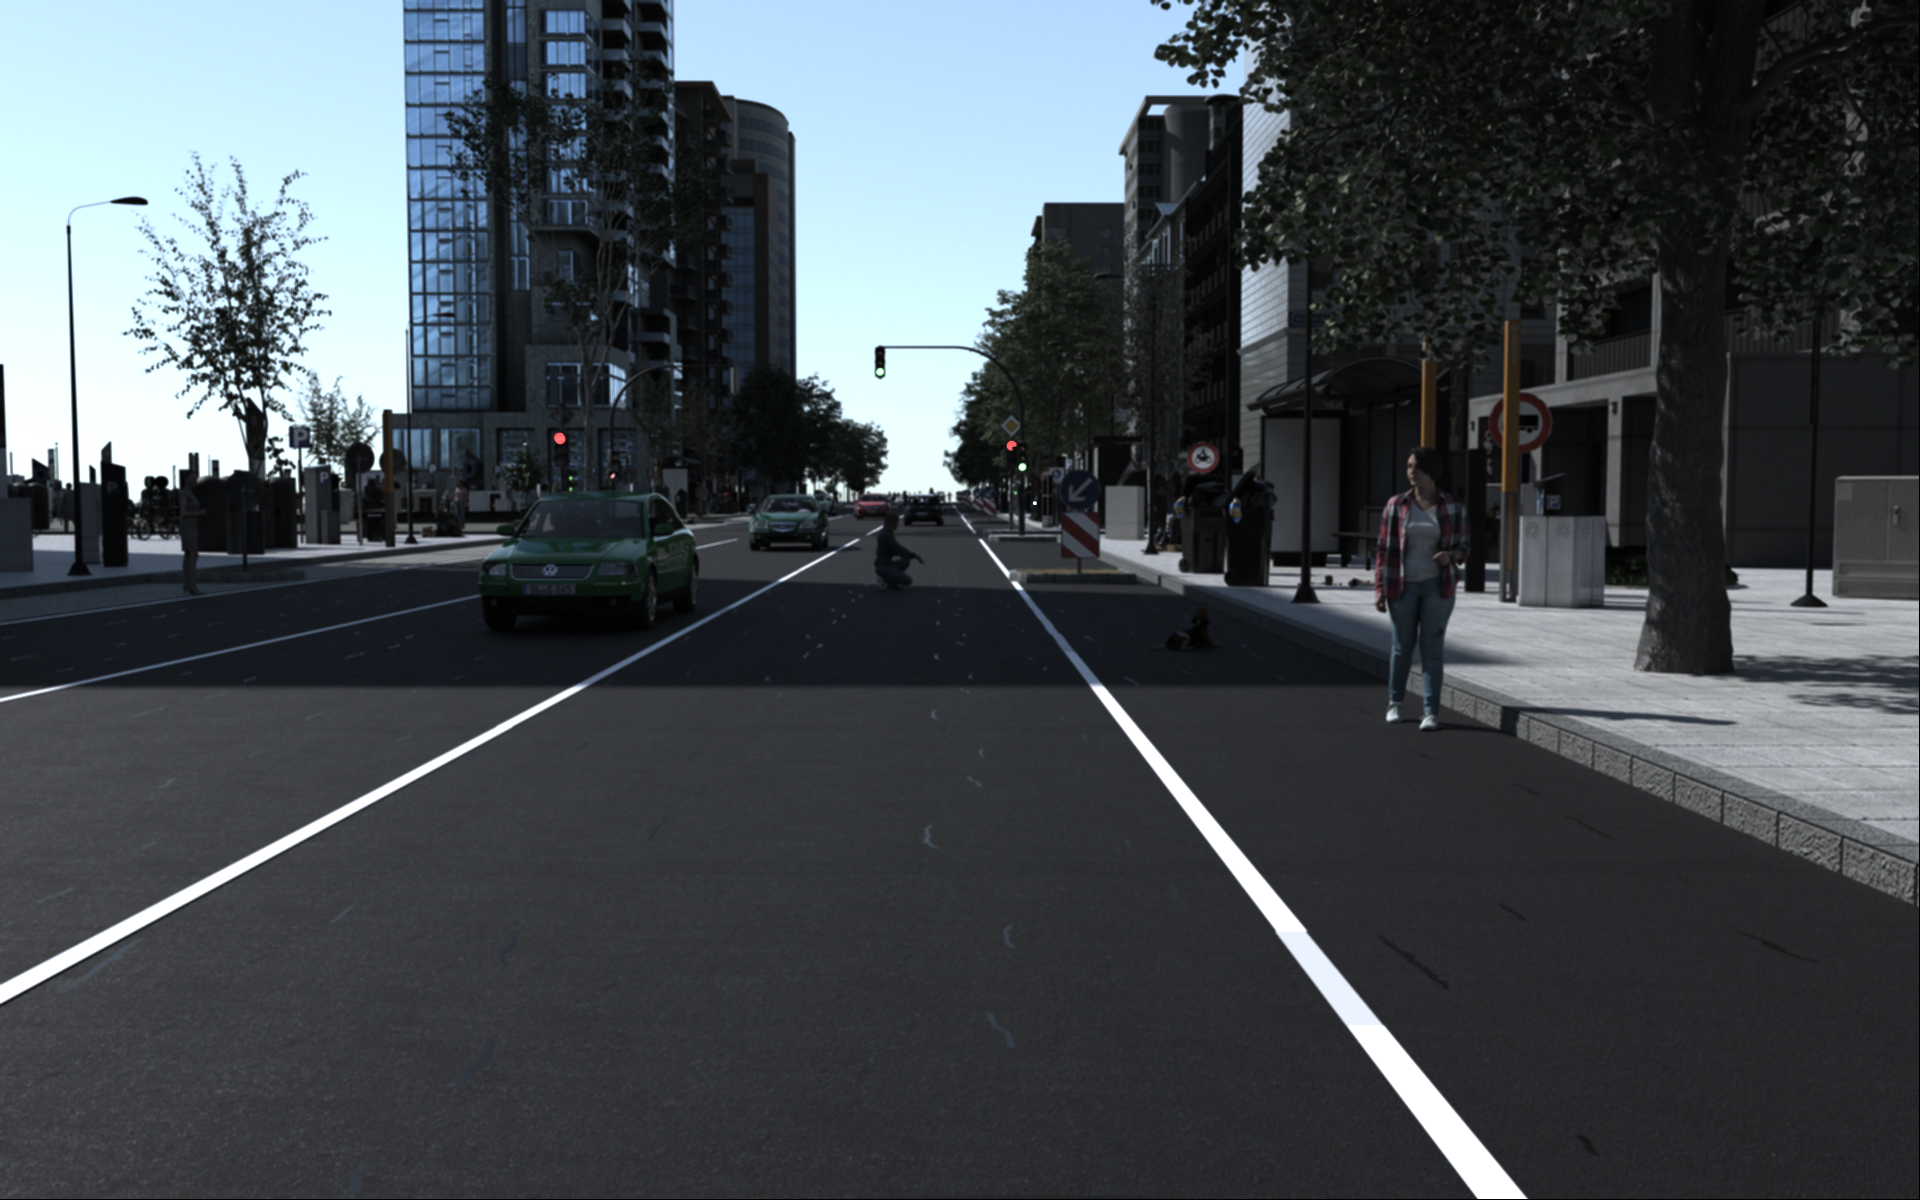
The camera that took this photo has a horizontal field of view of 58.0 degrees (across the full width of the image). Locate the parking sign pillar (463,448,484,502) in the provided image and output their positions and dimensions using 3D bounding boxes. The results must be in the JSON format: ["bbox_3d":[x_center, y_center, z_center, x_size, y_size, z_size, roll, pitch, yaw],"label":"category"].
[{"bbox_3d":[-28.295,-6.863,100.680,1.447,3.967,1.447,2,4,33],"label":"parking sign pillar"}]

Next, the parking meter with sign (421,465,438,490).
[{"bbox_3d":[-31.190,-6.422,101.261,0.543,3.016,1.738,1,4,11],"label":"parking meter with sign"}]

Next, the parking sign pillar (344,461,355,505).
[{"bbox_3d":[-44.857,-8.547,128.216,1.447,3.967,1.447,2,4,35],"label":"parking sign pillar"}]

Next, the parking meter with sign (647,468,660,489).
[{"bbox_3d":[-19.932,-7.299,115.605,1.738,3.016,0.543,1,4,16],"label":"parking meter with sign"}]

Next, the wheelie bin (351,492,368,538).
[{"bbox_3d":[-17.291,-2.606,50.521,0.980,1.594,0.693,-3,5,-43],"label":"wheelie bin"}]

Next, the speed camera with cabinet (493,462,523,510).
[{"bbox_3d":[-25.682,-6.329,97.820,2.038,3.252,0.660,-1,4,-12],"label":"speed camera with cabinet"}]

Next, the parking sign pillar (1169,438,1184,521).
[{"bbox_3d":[10.811,-5.812,83.491,1.447,3.967,1.447,1,4,11],"label":"parking sign pillar"}]

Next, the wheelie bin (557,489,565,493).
[{"bbox_3d":[-25.265,-6.221,109.615,0.980,1.594,0.693,1,4,17],"label":"wheelie bin"}]

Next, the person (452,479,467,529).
[{"bbox_3d":[-18.216,-3.485,63.027,0.555,1.821,0.388,0,4,3],"label":"person"}]

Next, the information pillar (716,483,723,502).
[{"bbox_3d":[-15.571,-6.589,112.224,0.304,2.012,0.304,3,4,38],"label":"information pillar"}]

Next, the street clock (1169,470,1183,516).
[{"bbox_3d":[6.542,-2.904,52.046,0.471,2.002,0.358,-1,4,-21],"label":"street clock"}]

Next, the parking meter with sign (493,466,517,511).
[{"bbox_3d":[-27.767,-6.703,105.857,1.738,3.016,0.543,3,5,39],"label":"parking meter with sign"}]

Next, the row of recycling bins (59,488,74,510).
[{"bbox_3d":[-68.116,-7.578,131.011,3.534,1.692,1.069,0,4,-5],"label":"row of recycling bins"}]

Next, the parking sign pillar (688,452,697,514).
[{"bbox_3d":[-17.266,-7.538,111.719,1.447,3.967,1.447,0,4,-4],"label":"parking sign pillar"}]

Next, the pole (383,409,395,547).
[{"bbox_3d":[-13.763,-2.930,41.754,0.158,3.312,0.155,0,3,0],"label":"pole"}]

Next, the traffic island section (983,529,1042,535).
[{"bbox_3d":[1.841,-2.393,61.401,2.009,0.180,2.903,0,4,-1],"label":"traffic island section"}]

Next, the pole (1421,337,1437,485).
[{"bbox_3d":[6.112,-1.761,22.629,0.158,3.312,0.155,0,3,0],"label":"pole"}]

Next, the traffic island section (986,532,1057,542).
[{"bbox_3d":[1.914,-1.904,53.417,2.009,0.180,2.903,0,4,-1],"label":"traffic island section"}]

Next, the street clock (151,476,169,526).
[{"bbox_3d":[-31.949,-3.962,69.347,0.471,2.002,0.358,0,4,1],"label":"street clock"}]

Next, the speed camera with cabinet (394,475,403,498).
[{"bbox_3d":[-33.836,-6.570,101.752,2.038,3.252,0.660,-1,4,-10],"label":"speed camera with cabinet"}]

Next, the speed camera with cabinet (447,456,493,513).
[{"bbox_3d":[-25.302,-5.801,89.176,2.038,3.252,0.660,0,4,-5],"label":"speed camera with cabinet"}]

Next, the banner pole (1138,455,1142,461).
[{"bbox_3d":[11.514,-7.406,111.105,0.401,3.779,0.863,2,4,26],"label":"banner pole"}]

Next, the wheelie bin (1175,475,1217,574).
[{"bbox_3d":[4.001,-1.239,28.161,0.980,1.594,0.693,-1,4,-17],"label":"wheelie bin"}]

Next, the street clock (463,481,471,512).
[{"bbox_3d":[-26.785,-5.470,94.008,0.471,2.002,0.358,-2,4,-29],"label":"street clock"}]

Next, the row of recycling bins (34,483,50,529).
[{"bbox_3d":[-34.006,-3.373,62.254,1.069,1.692,3.534,0,4,1],"label":"row of recycling bins"}]

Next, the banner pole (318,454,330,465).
[{"bbox_3d":[-39.348,-7.181,107.433,0.863,3.779,0.401,-1,4,-19],"label":"banner pole"}]

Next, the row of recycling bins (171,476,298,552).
[{"bbox_3d":[-16.574,-2.014,40.038,1.069,1.692,3.534,1,4,10],"label":"row of recycling bins"}]

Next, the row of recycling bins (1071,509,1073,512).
[{"bbox_3d":[6.062,-5.024,89.254,1.069,1.692,3.534,0,4,-6],"label":"row of recycling bins"}]

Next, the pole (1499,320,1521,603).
[{"bbox_3d":[6.492,-1.626,20.432,0.158,3.312,0.155,0,3,0],"label":"pole"}]

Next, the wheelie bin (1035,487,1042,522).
[{"bbox_3d":[3.939,-4.420,80.175,0.980,1.594,0.693,1,4,14],"label":"wheelie bin"}]

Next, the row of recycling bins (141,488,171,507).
[{"bbox_3d":[-54.217,-6.757,117.595,3.534,1.692,1.069,2,4,26],"label":"row of recycling bins"}]

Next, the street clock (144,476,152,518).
[{"bbox_3d":[-32.609,-3.987,69.758,0.471,2.002,0.358,3,4,37],"label":"street clock"}]

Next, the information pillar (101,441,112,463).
[{"bbox_3d":[-37.652,-5.207,76.490,0.504,3.616,0.183,1,4,13],"label":"information pillar"}]

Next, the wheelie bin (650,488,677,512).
[{"bbox_3d":[-14.382,-4.635,83.693,0.980,1.594,0.693,0,4,5],"label":"wheelie bin"}]

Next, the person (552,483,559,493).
[{"bbox_3d":[-18.550,-4.482,79.507,0.728,1.800,0.709,0,4,8],"label":"person"}]

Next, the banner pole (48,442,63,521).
[{"bbox_3d":[-43.895,-5.745,83.948,0.863,3.779,0.401,2,4,24],"label":"banner pole"}]

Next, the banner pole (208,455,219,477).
[{"bbox_3d":[-47.972,-7.417,111.279,0.863,3.779,0.401,-3,5,-44],"label":"banner pole"}]

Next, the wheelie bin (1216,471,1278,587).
[{"bbox_3d":[4.056,-0.998,24.219,0.693,1.594,0.980,1,4,19],"label":"wheelie bin"}]

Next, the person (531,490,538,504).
[{"bbox_3d":[-22.041,-5.047,89.404,0.563,1.720,0.643,0,4,4],"label":"person"}]

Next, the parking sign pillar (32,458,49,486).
[{"bbox_3d":[-67.768,-8.527,127.888,1.447,3.967,1.447,-1,4,-20],"label":"parking sign pillar"}]

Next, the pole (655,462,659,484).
[{"bbox_3d":[-18.510,-6.852,105.866,0.158,3.312,0.155,0,3,0],"label":"pole"}]

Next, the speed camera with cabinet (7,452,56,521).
[{"bbox_3d":[-43.568,-5.299,80.971,2.038,3.252,0.660,1,4,9],"label":"speed camera with cabinet"}]

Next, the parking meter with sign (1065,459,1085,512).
[{"bbox_3d":[5.963,-5.465,85.617,1.738,3.016,0.543,-3,5,-45],"label":"parking meter with sign"}]

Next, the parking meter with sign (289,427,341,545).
[{"bbox_3d":[-16.537,-2.953,44.546,1.738,3.016,0.543,3,5,41],"label":"parking meter with sign"}]

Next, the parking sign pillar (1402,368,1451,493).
[{"bbox_3d":[9.827,-2.973,37.075,1.447,3.967,1.447,-2,4,-25],"label":"parking sign pillar"}]

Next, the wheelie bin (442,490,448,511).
[{"bbox_3d":[-35.922,-6.953,121.591,0.693,1.594,0.980,-3,5,-40],"label":"wheelie bin"}]

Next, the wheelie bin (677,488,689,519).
[{"bbox_3d":[-14.295,-4.956,88.932,0.693,1.594,0.980,0,4,-4],"label":"wheelie bin"}]

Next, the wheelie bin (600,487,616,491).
[{"bbox_3d":[-14.955,-4.024,73.707,0.980,1.594,0.693,0,4,2],"label":"wheelie bin"}]

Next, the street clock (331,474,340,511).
[{"bbox_3d":[-22.408,-3.504,61.861,0.471,2.002,0.358,-3,5,-44],"label":"street clock"}]

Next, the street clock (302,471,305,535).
[{"bbox_3d":[-20.314,-3.019,53.931,0.358,2.002,0.471,2,4,25],"label":"street clock"}]

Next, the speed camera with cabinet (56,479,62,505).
[{"bbox_3d":[-57.207,-6.964,108.190,0.660,3.252,2.038,2,4,30],"label":"speed camera with cabinet"}]

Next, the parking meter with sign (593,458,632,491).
[{"bbox_3d":[-16.701,-5.322,83.281,1.738,3.016,0.543,0,4,7],"label":"parking meter with sign"}]

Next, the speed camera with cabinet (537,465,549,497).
[{"bbox_3d":[-28.799,-7.496,116.896,2.038,3.252,0.660,-2,4,-33],"label":"speed camera with cabinet"}]
